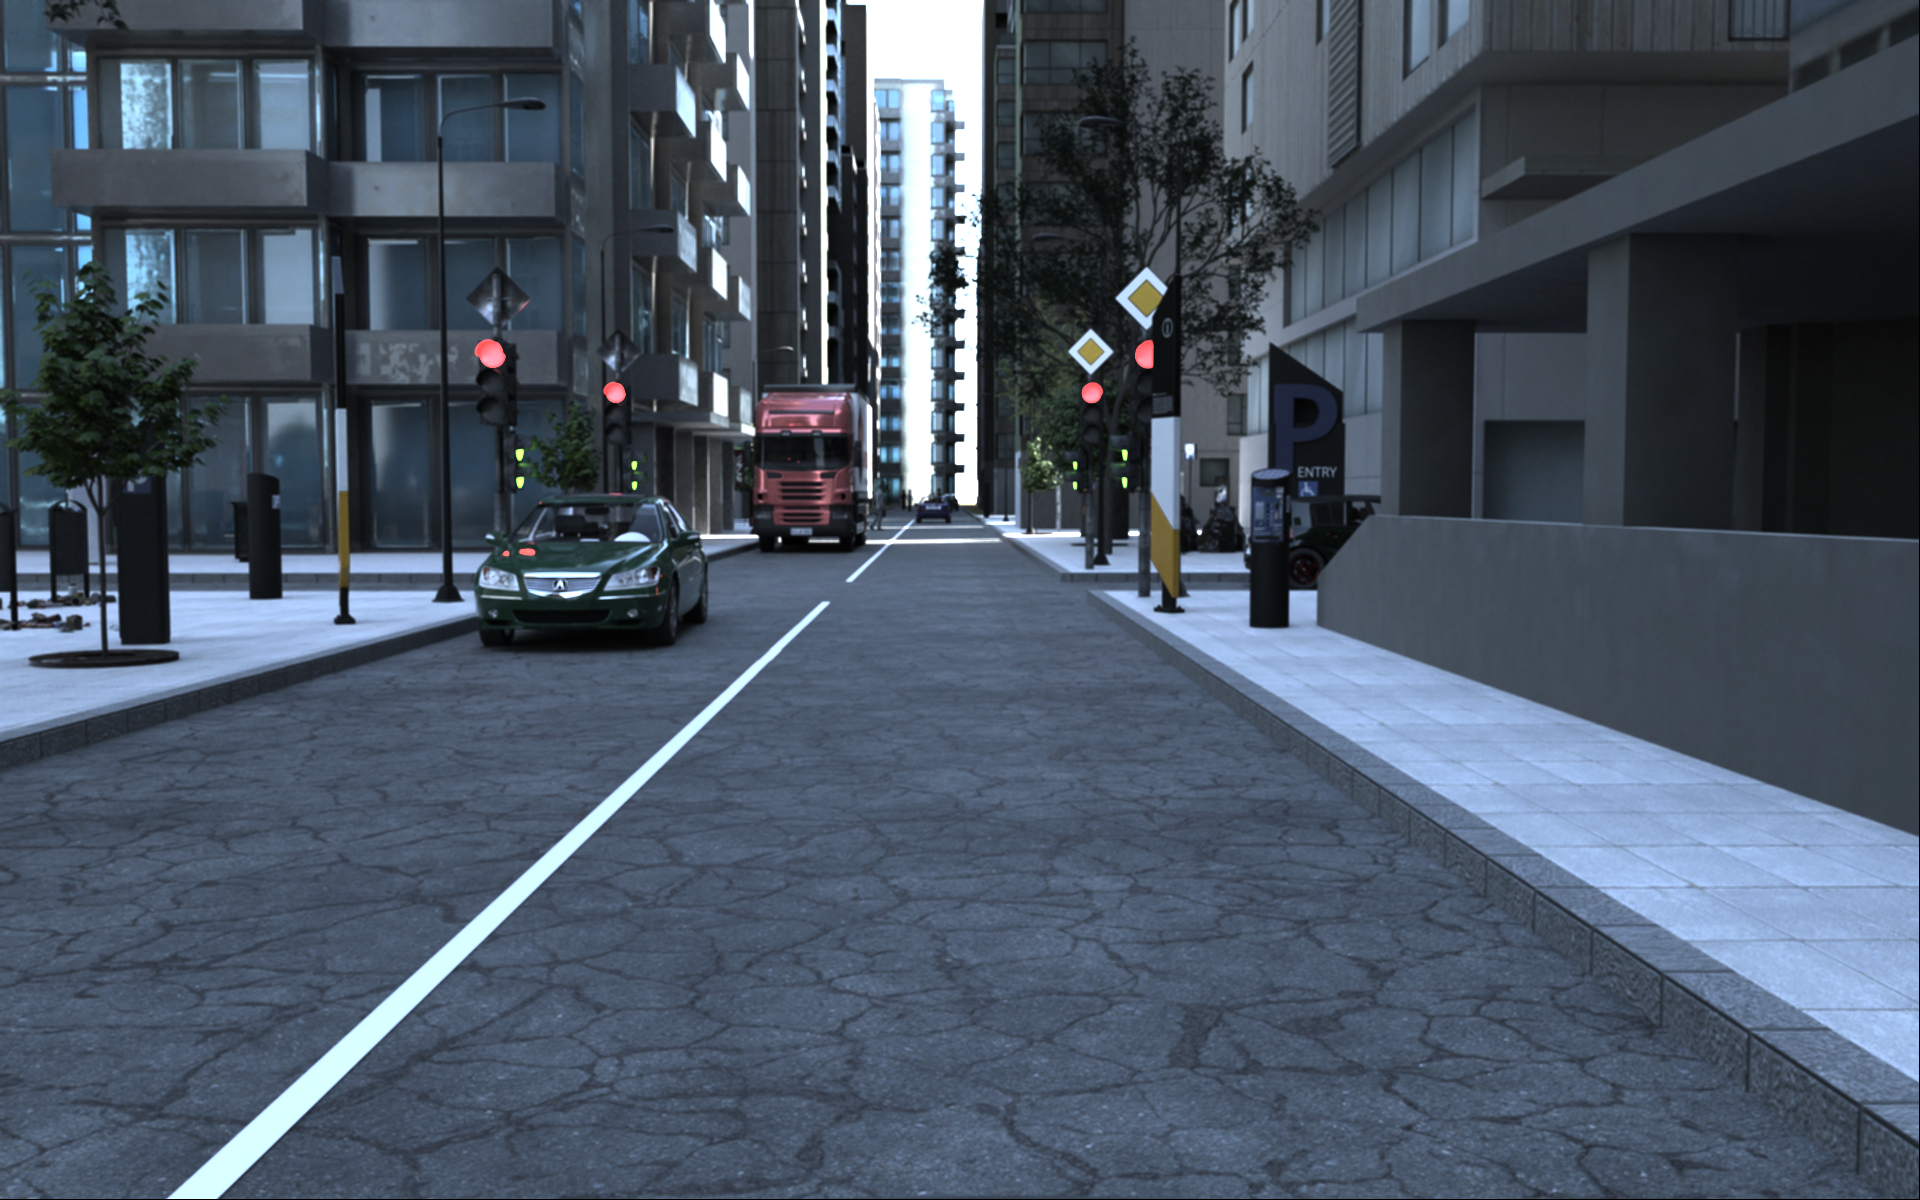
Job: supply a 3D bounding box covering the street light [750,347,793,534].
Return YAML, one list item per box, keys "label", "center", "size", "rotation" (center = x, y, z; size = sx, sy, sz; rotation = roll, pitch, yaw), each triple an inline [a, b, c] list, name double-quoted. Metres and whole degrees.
- label: "street light"
  center: [-5.986, -5.041, 54.953]
  size: [1.470, 5.913, 1.316]
  rotation: [0, 4, -1]

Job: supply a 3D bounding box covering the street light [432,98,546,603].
- label: "street light"
  center: [-5.562, -2.932, 20.472]
  size: [1.470, 5.913, 1.316]
  rotation: [0, 4, -1]

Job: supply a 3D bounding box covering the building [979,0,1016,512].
- label: "building"
  center: [11.963, -42.288, 129.653]
  size: [20.563, 71.187, 20.611]
  rotation: [0, 4, -1]

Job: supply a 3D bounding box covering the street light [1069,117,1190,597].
- label: "street light"
  center: [2.160, -2.994, 21.495]
  size: [1.470, 5.913, 1.316]
  rotation: [0, 4, -1]

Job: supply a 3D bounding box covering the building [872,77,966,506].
- label: "building"
  center: [-14.607, -35.436, 198.992]
  size: [30.456, 49.044, 23.786]
  rotation: [0, 4, -1]

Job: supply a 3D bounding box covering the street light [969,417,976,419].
- label: "street light"
  center: [1.256, -8.079, 104.635]
  size: [1.470, 5.913, 1.316]
  rotation: [0, 4, -1]

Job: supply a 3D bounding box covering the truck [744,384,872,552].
- label: "truck"
  center: [-3.835, -3.518, 46.429]
  size: [2.839, 4.237, 11.283]
  rotation: [0, 4, 0]

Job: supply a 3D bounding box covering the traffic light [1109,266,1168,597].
- label: "traffic light"
  center: [2.282, -1.993, 21.509]
  size: [0.839, 4.253, 0.868]
  rotation: [0, 4, -1]

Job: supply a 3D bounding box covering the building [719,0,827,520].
- label: "building"
  center: [-14.488, -24.948, 91.492]
  size: [14.154, 41.232, 14.086]
  rotation: [0, 4, -1]

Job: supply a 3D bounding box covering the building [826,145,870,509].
- label: "building"
  center: [-14.824, -22.713, 143.051]
  size: [14.160, 30.474, 14.107]
  rotation: [0, 4, -1]

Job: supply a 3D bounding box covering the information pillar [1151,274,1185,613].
- label: "information pillar"
  center: [2.236, -1.677, 18.768]
  size: [0.183, 3.616, 0.504]
  rotation: [-2, 4, -24]

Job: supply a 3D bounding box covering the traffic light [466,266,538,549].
- label: "traffic light"
  center: [-5.679, -1.987, 21.409]
  size: [0.839, 4.253, 0.868]
  rotation: [0, 4, -1]

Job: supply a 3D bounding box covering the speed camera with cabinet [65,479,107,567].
- label: "speed camera with cabinet"
  center: [-15.728, -2.251, 31.139]
  size: [0.660, 3.252, 2.038]
  rotation: [-2, 4, -30]

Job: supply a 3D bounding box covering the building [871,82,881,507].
- label: "building"
  center: [-14.961, -29.912, 172.650]
  size: [14.086, 41.232, 14.154]
  rotation: [0, 4, -1]

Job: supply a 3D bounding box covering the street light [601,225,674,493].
- label: "street light"
  center: [-5.640, -3.519, 30.081]
  size: [1.470, 5.913, 1.316]
  rotation: [0, 4, -1]

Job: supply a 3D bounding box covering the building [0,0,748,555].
- label: "building"
  center: [-18.044, -26.254, 48.856]
  size: [23.786, 49.044, 30.456]
  rotation: [0, 4, -1]

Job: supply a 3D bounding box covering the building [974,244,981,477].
- label: "building"
  center: [8.816, -25.935, 195.740]
  size: [14.107, 30.474, 14.160]
  rotation: [0, 4, -1]

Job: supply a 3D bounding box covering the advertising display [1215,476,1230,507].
- label: "advertising display"
  center: [9.363, -3.465, 61.874]
  size: [0.123, 1.923, 0.974]
  rotation: [-1, 4, -18]

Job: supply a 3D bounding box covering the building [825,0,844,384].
- label: "building"
  center: [-18.065, -49.261, 118.086]
  size: [22.319, 86.520, 31.000]
  rotation: [0, 4, -1]

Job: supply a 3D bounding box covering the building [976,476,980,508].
- label: "building"
  center: [17.784, -29.132, 168.191]
  size: [32.217, 40.220, 23.993]
  rotation: [0, 4, -1]

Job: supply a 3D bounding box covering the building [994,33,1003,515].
- label: "building"
  center: [9.176, -20.852, 112.625]
  size: [14.160, 30.474, 14.107]
  rotation: [0, 4, -1]

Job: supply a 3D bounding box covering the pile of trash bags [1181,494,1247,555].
- label: "pile of trash bags"
  center: [5.112, -1.730, 38.031]
  size: [1.912, 1.369, 3.447]
  rotation: [2, 4, 24]

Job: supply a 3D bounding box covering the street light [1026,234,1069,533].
- label: "street light"
  center: [1.998, -3.581, 31.085]
  size: [1.470, 5.913, 1.316]
  rotation: [0, 4, -1]

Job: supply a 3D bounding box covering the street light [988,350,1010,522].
- label: "street light"
  center: [1.731, -5.093, 55.819]
  size: [1.470, 5.913, 1.316]
  rotation: [0, 4, -1]

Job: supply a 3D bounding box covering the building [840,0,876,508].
- label: "building"
  center: [-14.979, -31.001, 156.978]
  size: [14.600, 45.320, 14.200]
  rotation: [0, 4, -1]

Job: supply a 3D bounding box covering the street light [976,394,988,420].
- label: "street light"
  center: [1.596, -6.584, 80.187]
  size: [1.470, 5.913, 1.316]
  rotation: [0, 4, -1]

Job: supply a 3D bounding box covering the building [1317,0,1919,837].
- label: "building"
  center: [19.659, -19.390, 8.903]
  size: [32.217, 40.220, 23.993]
  rotation: [0, 4, -1]

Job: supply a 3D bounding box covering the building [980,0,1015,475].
- label: "building"
  center: [8.824, -30.486, 148.563]
  size: [14.600, 45.320, 14.200]
  rotation: [0, 4, -1]

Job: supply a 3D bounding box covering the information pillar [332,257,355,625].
- label: "information pillar"
  center: [-6.078, -1.569, 17.011]
  size: [0.183, 3.616, 0.504]
  rotation: [-1, 4, -22]

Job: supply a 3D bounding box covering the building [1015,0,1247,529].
- label: "building"
  center: [9.165, -18.208, 69.409]
  size: [14.160, 30.474, 14.107]
  rotation: [0, 4, -1]

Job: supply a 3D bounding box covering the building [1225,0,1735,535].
- label: "building"
  center: [21.514, -27.649, 41.298]
  size: [27.495, 52.752, 28.713]
  rotation: [0, 4, -1]
